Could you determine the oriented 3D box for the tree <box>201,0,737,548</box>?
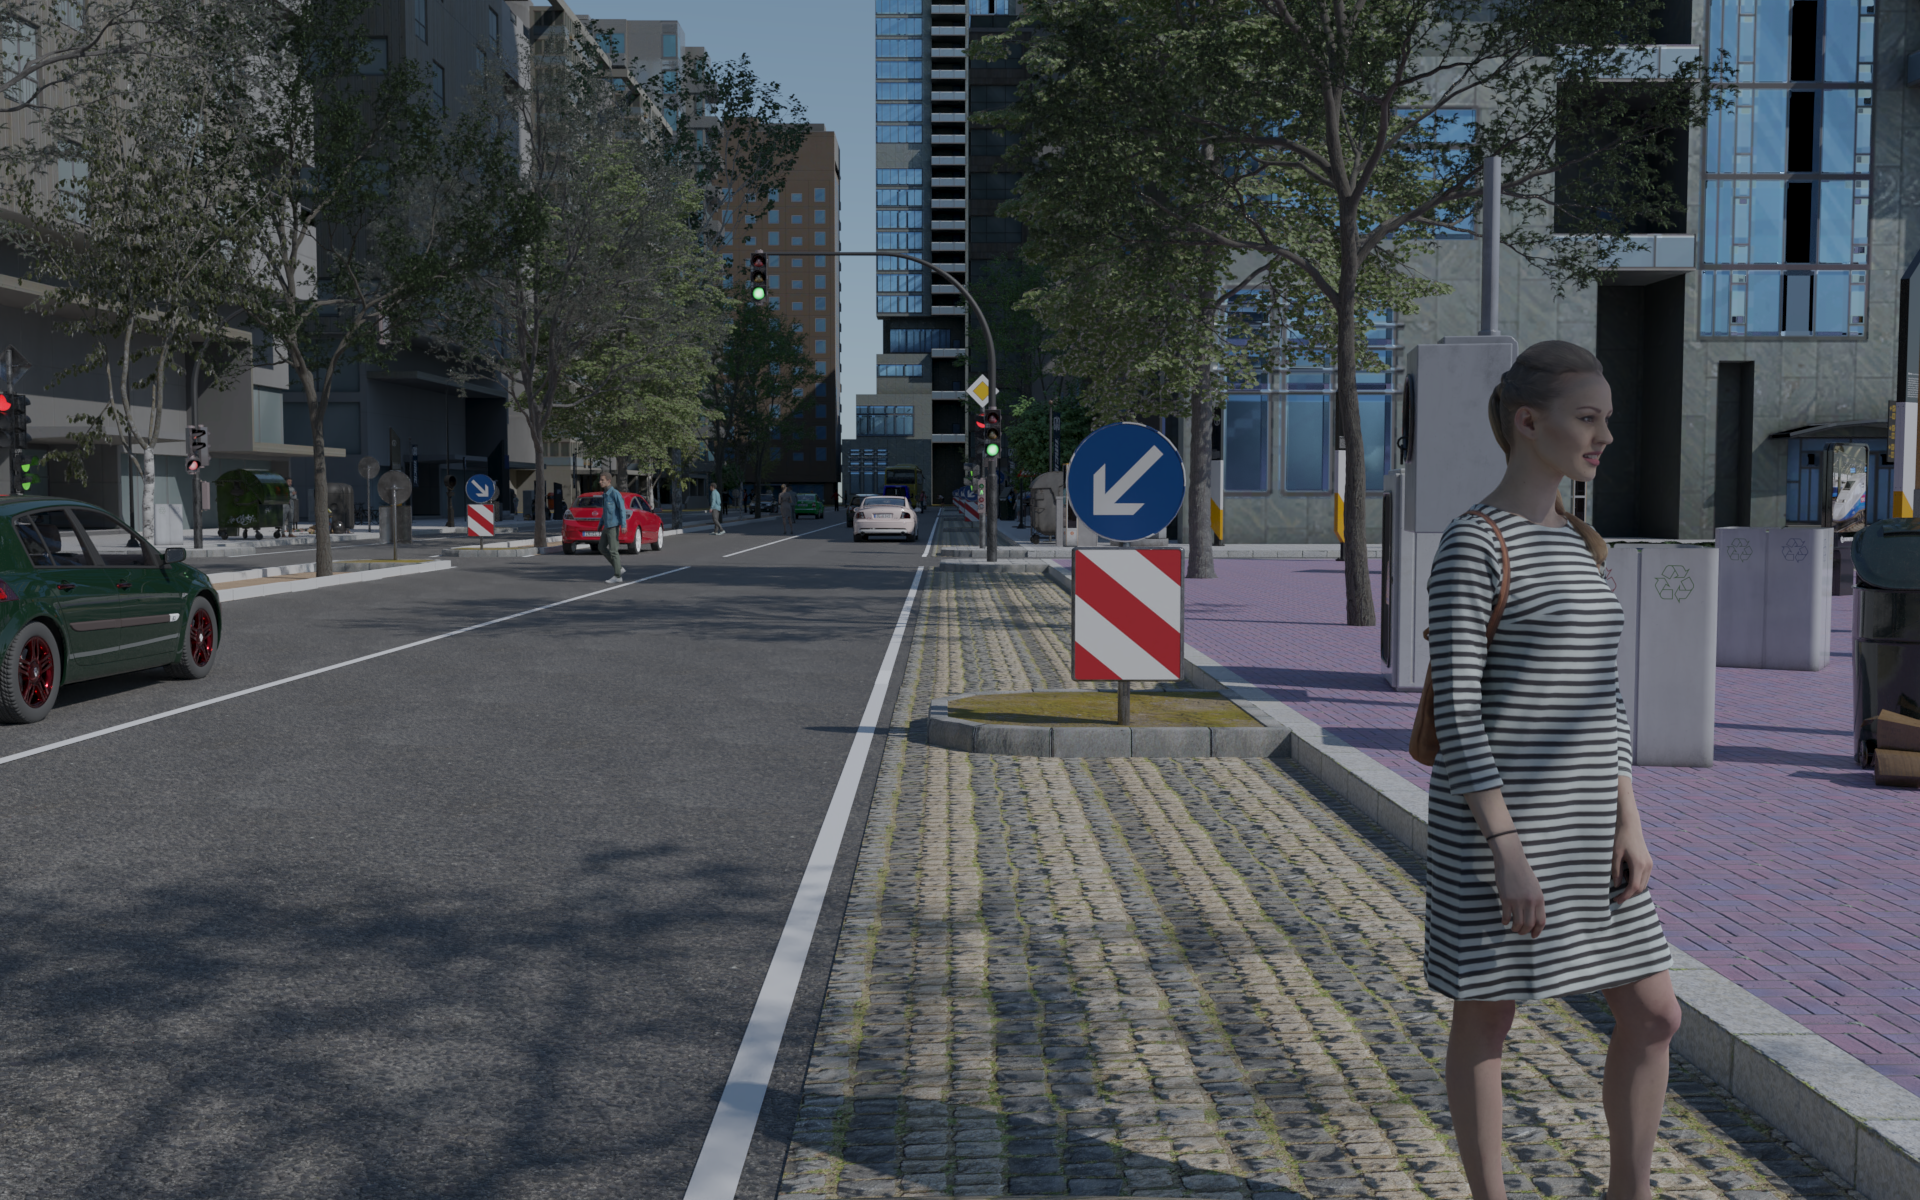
[{"bbox_3d":[-11.017,-8.088,45.072,12.009,13.543,11.850,0,3,0],"label":"tree"}]

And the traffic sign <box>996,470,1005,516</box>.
[{"bbox_3d":[2.020,-5.682,93.003,0.768,2.556,0.104,0,4,6],"label":"traffic sign"}]

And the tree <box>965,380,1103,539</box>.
[{"bbox_3d":[2.834,-4.059,50.086,4.285,4.588,4.351,0,3,0],"label":"tree"}]

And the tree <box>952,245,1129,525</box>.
[{"bbox_3d":[3.533,-8.921,71.607,9.928,11.665,9.643,0,3,0],"label":"tree"}]

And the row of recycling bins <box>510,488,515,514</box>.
[{"bbox_3d":[-29.885,-6.441,112.422,1.069,1.692,3.534,1,4,12],"label":"row of recycling bins"}]

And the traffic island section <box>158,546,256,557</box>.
[{"bbox_3d":[-17.890,-1.123,40.643,2.009,0.180,2.903,0,4,0],"label":"traffic island section"}]

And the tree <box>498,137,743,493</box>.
[{"bbox_3d":[-10.863,-8.239,55.285,7.486,12.596,7.792,0,3,0],"label":"tree"}]

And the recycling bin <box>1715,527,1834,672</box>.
[{"bbox_3d":[6.078,-0.024,12.948,0.722,1.027,0.722,2,4,33],"label":"recycling bin"}]

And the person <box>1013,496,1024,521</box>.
[{"bbox_3d":[2.792,-4.353,82.225,0.505,1.210,0.382,-1,4,-19],"label":"person"}]

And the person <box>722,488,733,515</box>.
[{"bbox_3d":[-15.916,-6.668,117.149,1.348,1.869,0.705,-2,4,-31],"label":"person"}]

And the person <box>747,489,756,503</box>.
[{"bbox_3d":[-17.471,-8.419,145.775,1.348,1.869,0.705,-1,4,-16],"label":"person"}]

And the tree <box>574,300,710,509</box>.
[{"bbox_3d":[-11.010,-6.653,61.604,4.737,8.622,4.395,0,3,0],"label":"tree"}]

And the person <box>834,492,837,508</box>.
[{"bbox_3d":[-12.946,-10.549,181.800,0.721,1.723,1.217,1,4,15],"label":"person"}]

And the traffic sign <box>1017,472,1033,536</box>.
[{"bbox_3d":[2.198,-3.252,53.169,0.884,2.594,0.081,0,4,5],"label":"traffic sign"}]

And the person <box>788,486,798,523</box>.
[{"bbox_3d":[-8.256,-4.670,84.953,0.391,1.810,0.635,3,5,44],"label":"person"}]

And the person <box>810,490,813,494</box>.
[{"bbox_3d":[-13.550,-9.205,159.522,0.721,1.766,1.217,2,4,24],"label":"person"}]

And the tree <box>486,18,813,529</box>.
[{"bbox_3d":[-12.617,-12.945,69.996,12.611,20.169,13.585,0,3,0],"label":"tree"}]

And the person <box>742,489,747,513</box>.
[{"bbox_3d":[-16.268,-7.492,130.962,0.705,1.831,1.348,0,4,0],"label":"person"}]

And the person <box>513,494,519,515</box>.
[{"bbox_3d":[-27.395,-5.902,106.816,0.425,1.301,0.394,1,4,11],"label":"person"}]

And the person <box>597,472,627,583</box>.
[{"bbox_3d":[-5.603,-1.170,27.973,0.444,1.785,0.601,-2,4,-29],"label":"person"}]

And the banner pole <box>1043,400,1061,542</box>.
[{"bbox_3d":[2.526,-3.452,46.456,0.401,3.779,0.863,2,4,28],"label":"banner pole"}]

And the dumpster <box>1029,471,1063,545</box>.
[{"bbox_3d":[2.436,-2.376,44.599,1.264,1.857,1.865,0,4,0],"label":"dumpster"}]

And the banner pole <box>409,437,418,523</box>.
[{"bbox_3d":[-24.141,-5.291,76.520,0.401,3.779,0.863,1,4,13],"label":"banner pole"}]

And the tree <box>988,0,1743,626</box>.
[{"bbox_3d":[3.595,-5.034,16.714,7.601,10.594,8.767,1,4,15],"label":"tree"}]

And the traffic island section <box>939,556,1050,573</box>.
[{"bbox_3d":[0.617,-0.644,32.805,2.009,0.180,2.903,0,4,0],"label":"traffic island section"}]

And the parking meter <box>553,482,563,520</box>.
[{"bbox_3d":[-19.847,-4.884,85.564,0.399,1.863,0.255,-3,4,-37],"label":"parking meter"}]

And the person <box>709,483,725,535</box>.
[{"bbox_3d":[-8.511,-3.186,60.607,0.620,1.820,0.660,0,4,4],"label":"person"}]

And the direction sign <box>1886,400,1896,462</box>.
[{"bbox_3d":[22.737,-3.064,42.092,0.876,3.537,0.379,-3,4,-36],"label":"direction sign"}]

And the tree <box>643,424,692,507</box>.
[{"bbox_3d":[-20.742,-10.362,119.781,4.360,8.622,3.978,0,3,0],"label":"tree"}]

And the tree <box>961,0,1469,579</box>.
[{"bbox_3d":[3.823,-6.577,25.665,7.486,12.596,7.792,0,3,0],"label":"tree"}]

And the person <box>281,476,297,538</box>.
[{"bbox_3d":[-19.848,-2.751,51.206,0.466,1.800,0.511,2,4,23],"label":"person"}]

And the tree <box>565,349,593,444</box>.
[{"bbox_3d":[-21.650,-11.318,110.806,9.928,11.665,9.643,0,3,0],"label":"tree"}]

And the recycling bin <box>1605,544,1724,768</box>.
[{"bbox_3d":[3.249,0.249,8.491,0.722,1.027,0.722,1,4,11],"label":"recycling bin"}]

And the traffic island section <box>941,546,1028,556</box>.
[{"bbox_3d":[0.551,-1.132,40.790,2.009,0.180,2.903,0,4,0],"label":"traffic island section"}]

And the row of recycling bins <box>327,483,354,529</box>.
[{"bbox_3d":[-22.694,-3.429,63.182,1.069,1.692,3.534,-1,4,-12],"label":"row of recycling bins"}]

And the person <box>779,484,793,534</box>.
[{"bbox_3d":[-6.208,-3.232,61.683,0.599,1.781,0.374,-2,4,-26],"label":"person"}]

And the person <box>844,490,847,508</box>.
[{"bbox_3d":[-11.878,-10.466,179.649,0.705,1.821,1.348,0,4,-5],"label":"person"}]

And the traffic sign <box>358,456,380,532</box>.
[{"bbox_3d":[-19.870,-3.554,58.215,0.768,2.556,0.104,0,4,8],"label":"traffic sign"}]

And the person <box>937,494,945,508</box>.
[{"bbox_3d":[-1.972,-10.205,178.546,0.628,1.438,0.799,3,5,41],"label":"person"}]

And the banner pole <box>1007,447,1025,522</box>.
[{"bbox_3d":[2.560,-5.460,79.288,0.863,3.779,0.401,0,4,5],"label":"banner pole"}]

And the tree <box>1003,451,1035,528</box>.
[{"bbox_3d":[2.515,-4.380,66.217,1.663,3.219,1.824,0,3,0],"label":"tree"}]

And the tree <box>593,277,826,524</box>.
[{"bbox_3d":[-11.325,-9.382,81.615,9.928,11.665,9.643,0,3,0],"label":"tree"}]

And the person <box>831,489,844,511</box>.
[{"bbox_3d":[-10.273,-8.322,144.533,1.348,1.831,0.705,2,4,30],"label":"person"}]

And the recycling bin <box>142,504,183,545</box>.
[{"bbox_3d":[-20.094,-1.901,43.641,0.722,1.027,0.722,3,4,38],"label":"recycling bin"}]

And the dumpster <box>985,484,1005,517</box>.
[{"bbox_3d":[2.045,-5.644,98.039,1.264,1.857,1.865,0,4,-1],"label":"dumpster"}]

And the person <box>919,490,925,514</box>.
[{"bbox_3d":[-2.865,-7.211,127.117,0.721,1.743,1.217,1,4,10],"label":"person"}]

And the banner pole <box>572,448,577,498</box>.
[{"bbox_3d":[-20.890,-6.359,93.985,0.401,3.779,0.863,0,4,3],"label":"banner pole"}]

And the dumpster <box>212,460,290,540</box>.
[{"bbox_3d":[-20.053,-2.844,48.987,1.502,2.255,1.985,0,4,-1],"label":"dumpster"}]

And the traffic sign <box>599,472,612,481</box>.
[{"bbox_3d":[-20.092,-6.001,98.215,0.768,2.556,0.104,0,4,1],"label":"traffic sign"}]

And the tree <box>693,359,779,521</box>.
[{"bbox_3d":[-11.434,-8.410,90.319,4.360,8.622,3.978,0,3,0],"label":"tree"}]

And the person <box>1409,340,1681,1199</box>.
[{"bbox_3d":[1.035,0.391,3.109,0.512,1.701,0.522,-3,4,-36],"label":"person"}]

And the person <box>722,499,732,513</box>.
[{"bbox_3d":[-17.864,-7.527,131.590,1.348,1.821,0.705,-2,4,-29],"label":"person"}]

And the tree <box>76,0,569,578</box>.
[{"bbox_3d":[-10.549,-5.625,28.838,8.767,10.594,7.601,0,4,0],"label":"tree"}]
